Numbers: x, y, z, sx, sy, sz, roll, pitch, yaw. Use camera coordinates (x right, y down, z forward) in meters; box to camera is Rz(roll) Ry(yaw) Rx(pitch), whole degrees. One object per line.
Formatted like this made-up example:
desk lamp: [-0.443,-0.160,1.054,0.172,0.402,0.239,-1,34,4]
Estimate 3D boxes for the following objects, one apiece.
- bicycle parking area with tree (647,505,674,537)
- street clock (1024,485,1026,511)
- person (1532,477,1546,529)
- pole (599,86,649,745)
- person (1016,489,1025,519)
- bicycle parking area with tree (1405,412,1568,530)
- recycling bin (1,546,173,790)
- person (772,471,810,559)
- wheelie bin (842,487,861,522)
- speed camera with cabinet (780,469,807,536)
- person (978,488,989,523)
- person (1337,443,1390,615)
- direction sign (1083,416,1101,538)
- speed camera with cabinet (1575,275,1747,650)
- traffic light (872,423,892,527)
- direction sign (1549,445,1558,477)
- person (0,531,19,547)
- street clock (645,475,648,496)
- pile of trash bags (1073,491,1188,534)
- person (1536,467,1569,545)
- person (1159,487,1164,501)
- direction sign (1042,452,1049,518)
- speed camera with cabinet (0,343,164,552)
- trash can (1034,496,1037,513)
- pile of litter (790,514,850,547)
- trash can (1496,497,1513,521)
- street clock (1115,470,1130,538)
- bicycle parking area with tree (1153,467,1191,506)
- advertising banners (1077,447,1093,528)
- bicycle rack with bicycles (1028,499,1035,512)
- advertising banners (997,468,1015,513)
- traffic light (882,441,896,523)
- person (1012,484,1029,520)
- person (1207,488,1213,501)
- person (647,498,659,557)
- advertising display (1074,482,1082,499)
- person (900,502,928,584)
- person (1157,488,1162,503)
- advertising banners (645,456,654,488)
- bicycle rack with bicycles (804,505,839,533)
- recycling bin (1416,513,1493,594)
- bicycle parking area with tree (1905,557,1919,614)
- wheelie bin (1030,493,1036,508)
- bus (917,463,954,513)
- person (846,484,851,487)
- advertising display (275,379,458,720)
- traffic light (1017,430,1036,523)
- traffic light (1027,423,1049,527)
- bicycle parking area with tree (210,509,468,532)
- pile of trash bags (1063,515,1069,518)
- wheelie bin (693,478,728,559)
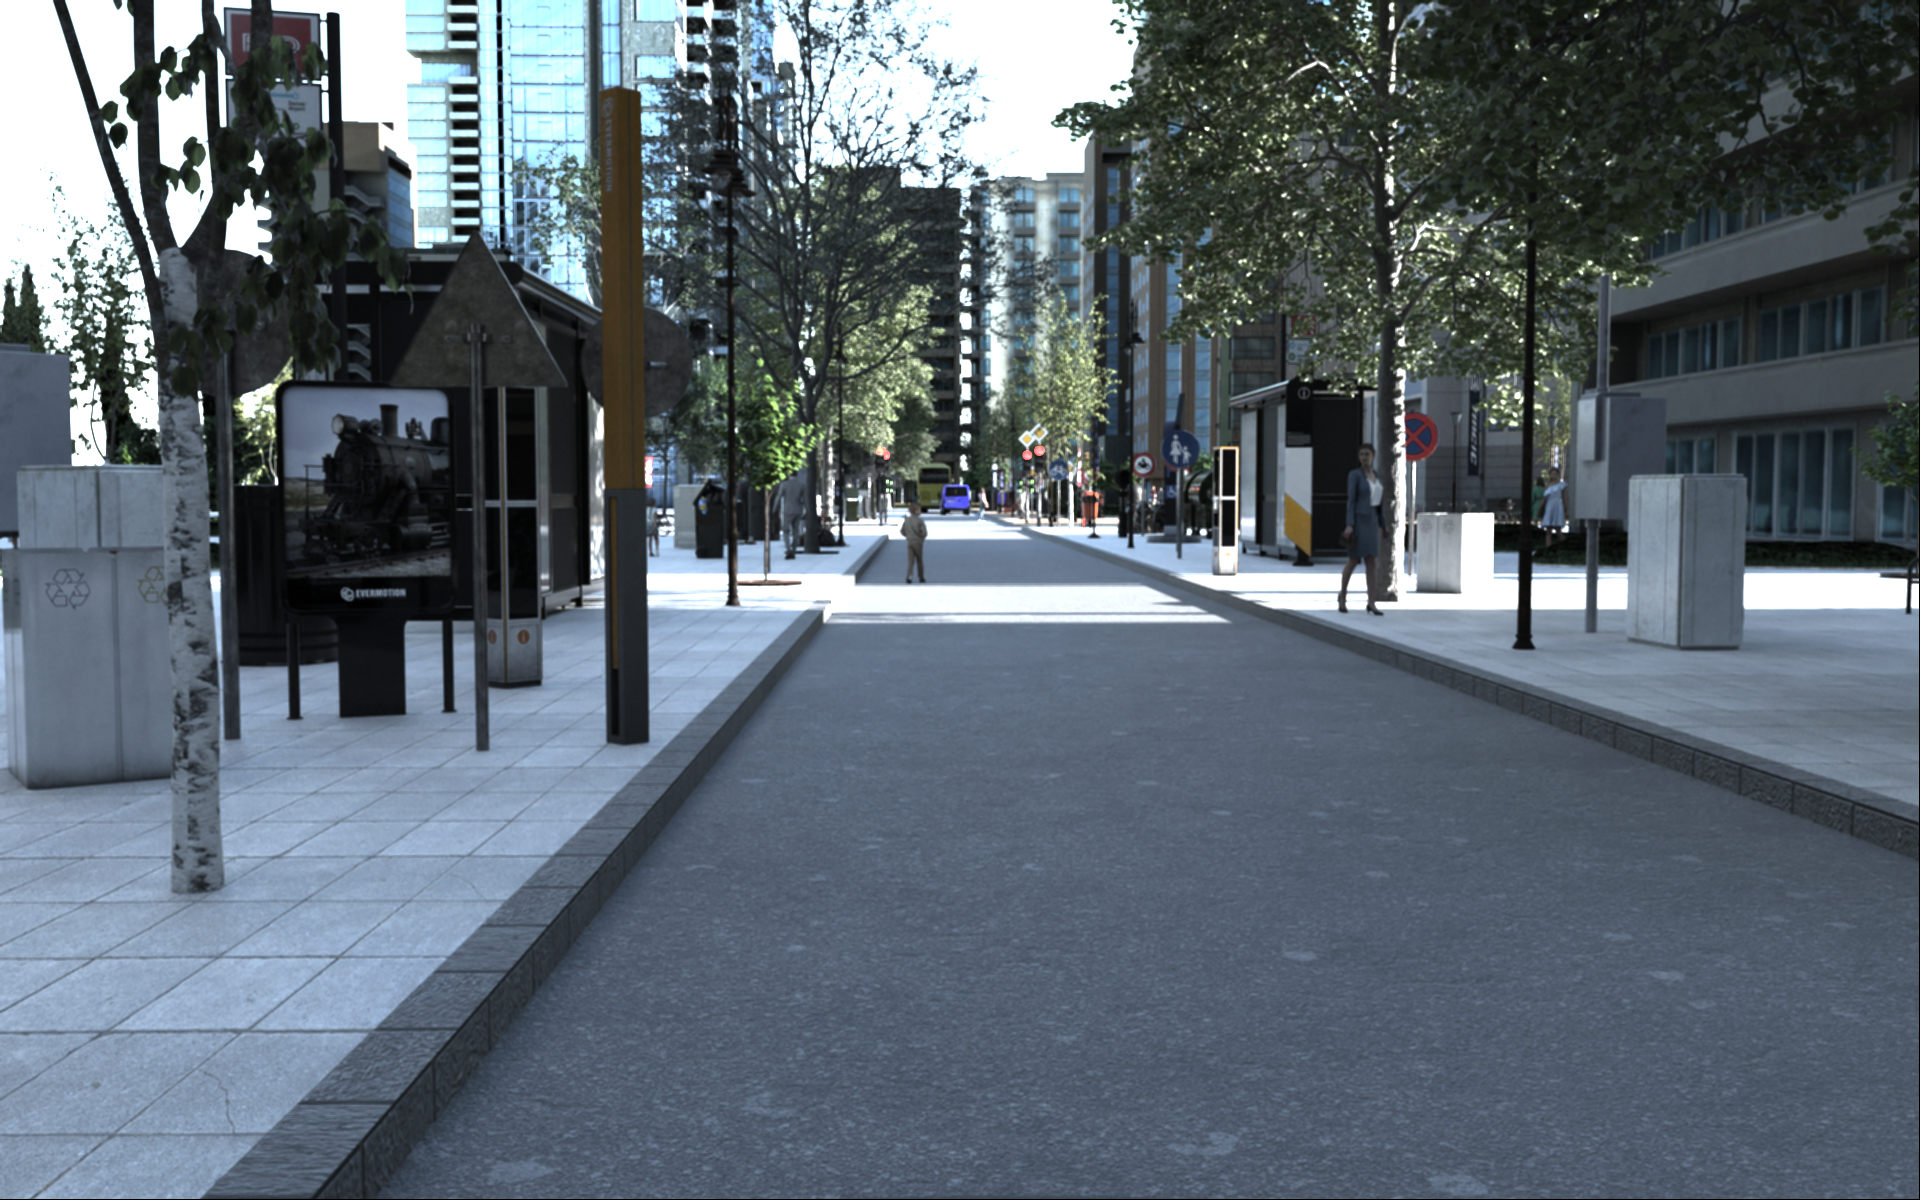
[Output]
bicycle parking area with tree: [-12.674,-4.111,54.210,9.016,4.147,8.231,1,4,15]
street clock: [4.045,-6.292,107.436,0.358,2.002,0.471,1,4,20]
person: [17.264,-2.772,51.618,0.600,1.795,0.529,0,4,0]
pole: [-1.716,-0.918,8.849,0.158,3.312,0.155,0,3,0]
person: [3.129,-5.006,88.079,0.709,1.800,0.728,-1,4,-21]
bicycle parking area with tree: [19.628,-4.597,62.164,8.231,4.147,9.016,-1,4,-19]
recycling bin: [-3.940,0.281,7.956,0.722,1.027,0.722,-3,4,-36]
person: [-3.347,-1.719,34.274,0.709,1.813,0.853,-1,4,-21]
wheelie bin: [-5.016,-4.360,79.188,0.980,1.594,0.693,-1,4,-17]
speed camera with cabinet: [-5.133,-3.579,52.858,0.660,3.252,2.038,-1,4,-15]
person: [1.078,-4.715,86.179,0.643,1.750,0.593,-2,4,-34]
person: [4.313,-0.763,18.546,0.581,1.822,0.654,-1,4,-15]
direction sign: [3.913,-3.575,50.441,0.379,3.537,0.876,-1,4,-8]
speed camera with cabinet: [6.090,-1.271,15.121,0.660,3.252,2.038,0,4,-5]
traffic light: [-3.081,-4.829,67.880,0.839,4.253,0.868,0,4,-1]
direction sign: [27.423,-5.386,80.056,0.379,3.537,0.876,3,5,41]
person: [-19.402,-1.744,34.779,1.509,1.804,0.699,1,4,20]
street clock: [-11.977,-3.724,65.456,0.358,2.002,0.471,0,4,-8]
pile of trash bags: [5.612,-2.848,56.319,3.447,1.369,1.912,0,4,-5]
person: [11.721,-1.717,34.203,0.778,1.811,0.616,-3,5,-40]
person: [15.486,-7.682,131.748,0.694,1.812,0.767,2,4,34]
direction sign: [4.557,-6.141,92.399,0.379,3.537,0.876,1,4,22]
speed camera with cabinet: [-5.408,-0.982,10.392,2.038,3.252,0.660,3,4,37]
trash can: [5.439,-6.524,118.325,0.748,1.137,0.748,0,3,0]
pile of litter: [-3.580,-1.744,42.472,1.719,0.858,1.176,2,4,25]
trash can: [24.742,-4.104,78.756,0.748,1.137,0.748,0,3,0]
street clock: [4.816,-2.848,51.139,0.471,2.002,0.358,-2,4,-33]
bicycle parking area with tree: [15.287,-7.374,107.570,9.016,4.147,8.231,3,5,39]
advertising banners: [4.734,-4.254,65.748,0.090,3.025,2.074,1,4,21]
bicycle rack with bicycles: [5.105,-7.383,134.091,2.852,0.926,2.925,0,4,2]
advertising banners: [3.576,-7.525,119.228,2.074,3.025,0.090,1,4,22]
traffic light: [-3.244,-5.318,75.863,0.839,4.253,0.868,0,4,-1]
person: [3.082,-4.946,87.031,0.853,1.813,0.709,1,4,15]
person: [4.815,-1.587,32.178,0.466,1.800,0.511,0,4,-1]
person: [-6.382,-1.496,35.511,0.505,1.210,0.382,1,4,12]
advertising display: [6.106,-5.427,93.951,0.974,1.923,0.123,1,4,11]
person: [-0.740,-0.921,27.825,0.475,1.303,0.640,1,4,12]
person: [16.826,-8.543,145.905,0.709,1.800,0.728,3,4,38]
advertising banners: [-14.874,-5.077,79.200,2.074,3.025,0.090,-3,5,-42]
bicycle rack with bicycles: [-4.897,-2.612,56.087,2.852,0.926,2.925,3,5,42]
recycling bin: [6.459,-0.616,22.628,0.722,1.027,0.722,-3,4,-38]
bicycle parking area with tree: [14.787,-1.874,17.645,8.231,4.147,9.016,-1,4,-20]
wheelie bin: [6.041,-8.047,139.479,0.693,1.594,0.980,0,4,-4]
bus: [-1.943,-8.813,135.644,2.896,3.916,12.252,0,3,0]
person: [-5.400,-4.800,84.709,0.526,1.800,0.537,0,4,-6]
advertising display: [-3.407,-0.292,9.985,0.974,1.923,0.123,-1,4,-22]
traffic light: [2.916,-5.326,76.004,0.839,4.253,0.868,0,4,-1]
traffic light: [3.078,-4.838,68.020,0.839,4.253,0.868,0,4,-1]
bicycle parking area with tree: [-18.171,-3.603,45.908,8.231,4.147,9.016,1,4,14]
pile of trash bags: [6.857,-5.023,91.882,1.912,1.369,3.447,2,4,27]
wheelie bin: [-5.000,-1.640,34.727,0.693,1.594,0.980,0,4,-7]
